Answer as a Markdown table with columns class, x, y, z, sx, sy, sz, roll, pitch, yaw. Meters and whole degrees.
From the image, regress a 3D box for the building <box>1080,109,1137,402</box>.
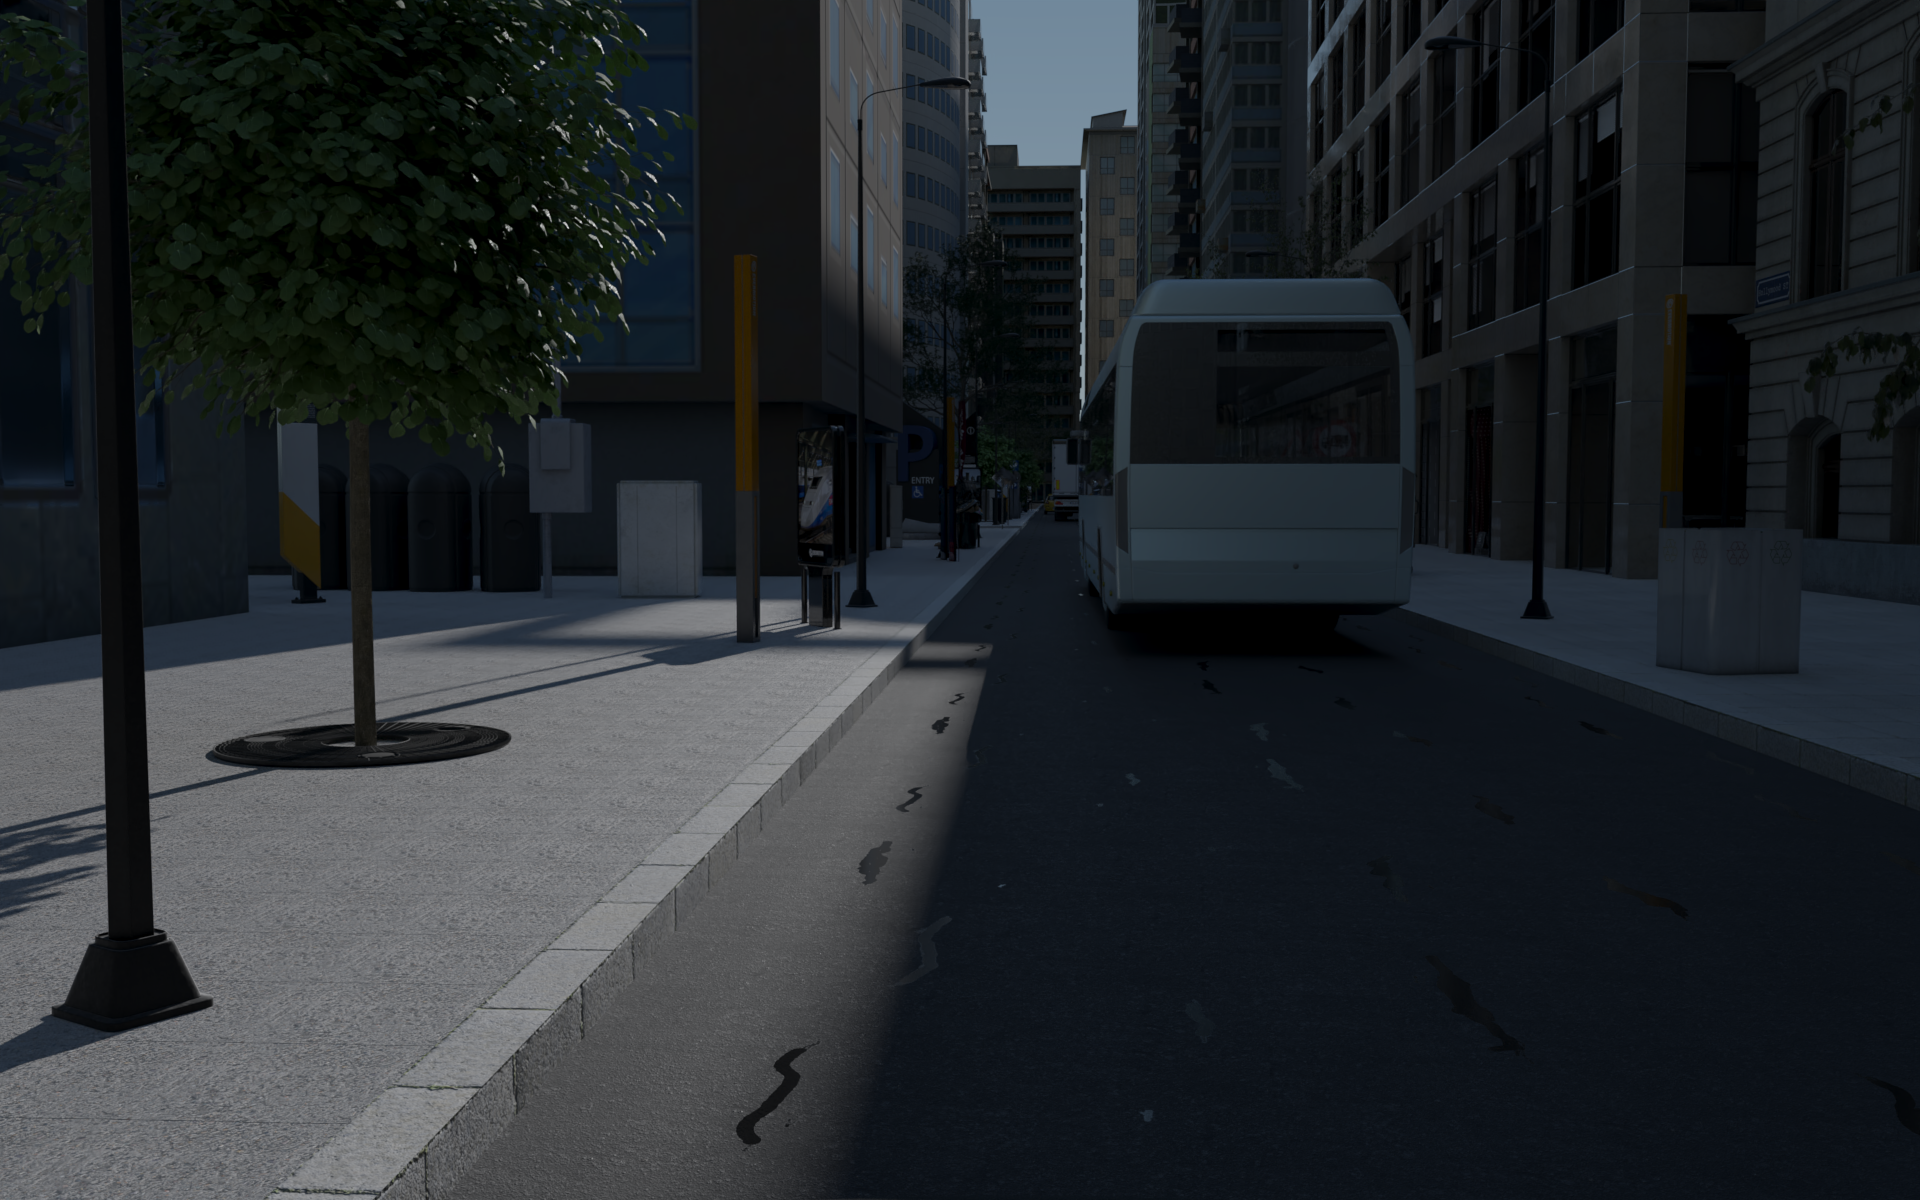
| class | x | y | z | sx | sy | sz | roll | pitch | yaw |
| --- | --- | --- | --- | --- | --- | --- | --- | --- | --- |
| building | 30.899 | -40.126 | 245.301 | 27.495 | 52.752 | 28.713 | 0 | 4 | 3 |

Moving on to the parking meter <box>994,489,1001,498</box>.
| class | x | y | z | sx | sy | sz | roll | pitch | yaw |
| --- | --- | --- | --- | --- | --- | --- | --- | --- | --- |
| parking meter | 1.963 | -4.975 | 89.758 | 0.372 | 1.533 | 0.369 | 0 | 3 | 0 |

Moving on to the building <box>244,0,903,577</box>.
| class | x | y | z | sx | sy | sz | roll | pitch | yaw |
| --- | --- | --- | --- | --- | --- | --- | --- | --- | --- |
| building | -8.607 | -23.390 | 32.540 | 14.600 | 45.320 | 14.200 | 0 | 4 | 3 |

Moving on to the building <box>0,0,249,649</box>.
| class | x | y | z | sx | sy | sz | roll | pitch | yaw |
| --- | --- | --- | --- | --- | --- | --- | --- | --- | --- |
| building | -17.683 | -42.111 | 1.180 | 22.319 | 86.520 | 31.000 | 0 | 4 | 3 |

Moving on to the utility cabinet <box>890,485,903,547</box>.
| class | x | y | z | sx | sy | sz | roll | pitch | yaw |
| --- | --- | --- | --- | --- | --- | --- | --- | --- | --- |
| utility cabinet | -1.522 | -2.011 | 41.567 | 0.318 | 1.500 | 1.173 | 0 | 4 | -2 |

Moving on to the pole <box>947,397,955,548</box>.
| class | x | y | z | sx | sy | sz | roll | pitch | yaw |
| --- | --- | --- | --- | --- | --- | --- | --- | --- | --- |
| pole | -0.214 | -2.614 | 36.587 | 0.158 | 3.312 | 0.155 | 0 | 3 | 0 |

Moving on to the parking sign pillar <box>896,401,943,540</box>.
| class | x | y | z | sx | sy | sz | roll | pitch | yaw |
| --- | --- | --- | --- | --- | --- | --- | --- | --- | --- |
| parking sign pillar | -1.132 | -3.702 | 48.999 | 1.447 | 3.967 | 1.447 | 1 | 4 | 19 |

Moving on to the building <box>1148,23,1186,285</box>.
| class | x | y | z | sx | sy | sz | roll | pitch | yaw |
| --- | --- | --- | --- | --- | --- | --- | --- | --- | --- |
| building | 23.691 | -28.793 | 154.352 | 14.154 | 41.232 | 14.086 | 0 | 4 | 3 |

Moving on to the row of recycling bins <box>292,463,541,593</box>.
| class | x | y | z | sx | sy | sz | roll | pitch | yaw |
| --- | --- | --- | --- | --- | --- | --- | --- | --- | --- |
| row of recycling bins | -7.284 | -0.979 | 23.113 | 3.534 | 1.692 | 1.069 | 1 | 4 | 10 |

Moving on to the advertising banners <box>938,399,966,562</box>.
| class | x | y | z | sx | sy | sz | roll | pitch | yaw |
| --- | --- | --- | --- | --- | --- | --- | --- | --- | --- |
| advertising banners | -0.146 | -2.253 | 33.027 | 0.090 | 3.025 | 2.074 | -1 | 4 | -13 |

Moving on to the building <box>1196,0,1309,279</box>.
| class | x | y | z | sx | sy | sz | roll | pitch | yaw |
| --- | --- | --- | --- | --- | --- | --- | --- | --- | --- |
| building | 24.990 | -24.313 | 89.398 | 23.993 | 40.220 | 32.217 | 0 | 4 | 3 |

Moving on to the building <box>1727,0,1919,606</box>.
| class | x | y | z | sx | sy | sz | roll | pitch | yaw |
| --- | --- | --- | --- | --- | --- | --- | --- | --- | --- |
| building | 15.542 | -11.504 | 7.182 | 14.460 | 24.649 | 34.723 | 0 | 4 | 3 |

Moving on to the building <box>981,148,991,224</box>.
| class | x | y | z | sx | sy | sz | roll | pitch | yaw |
| --- | --- | --- | --- | --- | --- | --- | --- | --- | --- |
| building | -9.284 | -33.864 | 208.306 | 28.867 | 44.769 | 22.147 | 0 | 4 | 3 |

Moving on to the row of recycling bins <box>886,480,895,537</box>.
| class | x | y | z | sx | sy | sz | roll | pitch | yaw |
| --- | --- | --- | --- | --- | --- | --- | --- | --- | --- |
| row of recycling bins | -3.507 | -2.762 | 52.276 | 3.534 | 1.692 | 1.069 | 1 | 4 | 22 |

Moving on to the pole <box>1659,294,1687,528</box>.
| class | x | y | z | sx | sy | sz | roll | pitch | yaw |
| --- | --- | --- | --- | --- | --- | --- | --- | --- | --- |
| pole | 7.315 | -1.464 | 17.786 | 0.158 | 3.312 | 0.155 | 0 | 3 | 0 |

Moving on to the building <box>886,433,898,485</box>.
| class | x | y | z | sx | sy | sz | roll | pitch | yaw |
| --- | --- | --- | --- | --- | --- | --- | --- | --- | --- |
| building | -11.698 | -39.422 | 82.798 | 20.563 | 71.187 | 20.611 | 0 | 4 | 3 |

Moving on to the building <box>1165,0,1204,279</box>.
| class | x | y | z | sx | sy | sz | roll | pitch | yaw |
| --- | --- | --- | --- | --- | --- | --- | --- | --- | --- |
| building | 26.235 | -28.710 | 124.028 | 22.147 | 44.769 | 28.867 | 0 | 4 | 3 |

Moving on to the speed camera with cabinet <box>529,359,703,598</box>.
| class | x | y | z | sx | sy | sz | roll | pitch | yaw |
| --- | --- | --- | --- | --- | --- | --- | --- | --- | --- |
| speed camera with cabinet | -4.252 | -1.658 | 21.452 | 2.038 | 3.252 | 0.660 | 0 | 4 | -2 |

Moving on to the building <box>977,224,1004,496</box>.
| class | x | y | z | sx | sy | sz | roll | pitch | yaw |
| --- | --- | --- | --- | --- | --- | --- | --- | --- | --- |
| building | -2.560 | -25.240 | 184.378 | 14.160 | 30.474 | 14.107 | 0 | 4 | 3 |

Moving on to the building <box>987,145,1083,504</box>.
| class | x | y | z | sx | sy | sz | roll | pitch | yaw |
| --- | --- | --- | --- | --- | --- | --- | --- | --- | --- |
| building | 6.187 | -37.878 | 243.005 | 21.600 | 48.544 | 21.300 | 0 | 4 | 3 |

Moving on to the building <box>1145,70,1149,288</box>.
| class | x | y | z | sx | sy | sz | roll | pitch | yaw |
| --- | --- | --- | --- | --- | --- | --- | --- | --- | --- |
| building | 25.371 | -31.715 | 168.658 | 14.600 | 45.320 | 14.200 | 0 | 4 | 3 |

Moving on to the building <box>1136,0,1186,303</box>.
| class | x | y | z | sx | sy | sz | roll | pitch | yaw |
| --- | --- | --- | --- | --- | --- | --- | --- | --- | --- |
| building | 29.568 | -46.971 | 206.233 | 20.563 | 71.187 | 20.611 | 0 | 4 | 3 |

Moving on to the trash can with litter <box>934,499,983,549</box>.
| class | x | y | z | sx | sy | sz | roll | pitch | yaw |
| --- | --- | --- | --- | --- | --- | --- | --- | --- | --- |
| trash can with litter | -0.035 | -1.769 | 40.312 | 1.055 | 1.170 | 0.624 | -2 | 4 | -27 |

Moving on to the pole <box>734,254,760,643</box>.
| class | x | y | z | sx | sy | sz | roll | pitch | yaw |
| --- | --- | --- | --- | --- | --- | --- | --- | --- | --- |
| pole | -1.831 | -1.288 | 14.902 | 0.158 | 3.312 | 0.155 | 0 | 3 | 0 |

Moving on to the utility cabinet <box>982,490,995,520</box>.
| class | x | y | z | sx | sy | sz | roll | pitch | yaw |
| --- | --- | --- | --- | --- | --- | --- | --- | --- | --- |
| utility cabinet | 1.371 | -4.680 | 85.189 | 0.318 | 1.500 | 1.173 | -1 | 4 | -19 |

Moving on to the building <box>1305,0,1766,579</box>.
| class | x | y | z | sx | sy | sz | roll | pitch | yaw |
| --- | --- | --- | --- | --- | --- | --- | --- | --- | --- |
| building | 20.526 | -14.506 | 41.683 | 19.350 | 26.468 | 34.151 | 0 | 4 | 3 |

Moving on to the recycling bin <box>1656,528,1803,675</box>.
| class | x | y | z | sx | sy | sz | roll | pitch | yaw |
| --- | --- | --- | --- | --- | --- | --- | --- | --- | --- |
| recycling bin | 5.598 | -0.004 | 12.627 | 0.722 | 1.027 | 0.722 | -1 | 4 | -11 |

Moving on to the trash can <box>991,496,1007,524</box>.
| class | x | y | z | sx | sy | sz | roll | pitch | yaw |
| --- | --- | --- | --- | --- | --- | --- | --- | --- | --- |
| trash can | 1.689 | -3.814 | 74.017 | 0.748 | 1.137 | 0.748 | 0 | 3 | 0 |

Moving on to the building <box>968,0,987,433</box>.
| class | x | y | z | sx | sy | sz | roll | pitch | yaw |
| --- | --- | --- | --- | --- | --- | --- | --- | --- | --- |
| building | -8.870 | -33.155 | 161.697 | 23.786 | 49.044 | 30.456 | 0 | 4 | 3 |

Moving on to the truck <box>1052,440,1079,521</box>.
| class | x | y | z | sx | sy | sz | roll | pitch | yaw |
| --- | --- | --- | --- | --- | --- | --- | --- | --- | --- |
| truck | 6.419 | -6.479 | 94.838 | 2.839 | 4.237 | 11.283 | 0 | 4 | 4 |

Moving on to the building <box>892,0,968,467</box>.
| class | x | y | z | sx | sy | sz | roll | pitch | yaw |
| --- | --- | --- | --- | --- | --- | --- | --- | --- | --- |
| building | -10.601 | -35.142 | 116.574 | 21.231 | 58.520 | 28.212 | 0 | 4 | 3 |

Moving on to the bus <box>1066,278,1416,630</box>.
| class | x | y | z | sx | sy | sz | roll | pitch | yaw |
| --- | --- | --- | --- | --- | --- | --- | --- | --- | --- |
| bus | 2.893 | -1.626 | 21.449 | 2.948 | 3.499 | 13.247 | 0 | 4 | 2 |
